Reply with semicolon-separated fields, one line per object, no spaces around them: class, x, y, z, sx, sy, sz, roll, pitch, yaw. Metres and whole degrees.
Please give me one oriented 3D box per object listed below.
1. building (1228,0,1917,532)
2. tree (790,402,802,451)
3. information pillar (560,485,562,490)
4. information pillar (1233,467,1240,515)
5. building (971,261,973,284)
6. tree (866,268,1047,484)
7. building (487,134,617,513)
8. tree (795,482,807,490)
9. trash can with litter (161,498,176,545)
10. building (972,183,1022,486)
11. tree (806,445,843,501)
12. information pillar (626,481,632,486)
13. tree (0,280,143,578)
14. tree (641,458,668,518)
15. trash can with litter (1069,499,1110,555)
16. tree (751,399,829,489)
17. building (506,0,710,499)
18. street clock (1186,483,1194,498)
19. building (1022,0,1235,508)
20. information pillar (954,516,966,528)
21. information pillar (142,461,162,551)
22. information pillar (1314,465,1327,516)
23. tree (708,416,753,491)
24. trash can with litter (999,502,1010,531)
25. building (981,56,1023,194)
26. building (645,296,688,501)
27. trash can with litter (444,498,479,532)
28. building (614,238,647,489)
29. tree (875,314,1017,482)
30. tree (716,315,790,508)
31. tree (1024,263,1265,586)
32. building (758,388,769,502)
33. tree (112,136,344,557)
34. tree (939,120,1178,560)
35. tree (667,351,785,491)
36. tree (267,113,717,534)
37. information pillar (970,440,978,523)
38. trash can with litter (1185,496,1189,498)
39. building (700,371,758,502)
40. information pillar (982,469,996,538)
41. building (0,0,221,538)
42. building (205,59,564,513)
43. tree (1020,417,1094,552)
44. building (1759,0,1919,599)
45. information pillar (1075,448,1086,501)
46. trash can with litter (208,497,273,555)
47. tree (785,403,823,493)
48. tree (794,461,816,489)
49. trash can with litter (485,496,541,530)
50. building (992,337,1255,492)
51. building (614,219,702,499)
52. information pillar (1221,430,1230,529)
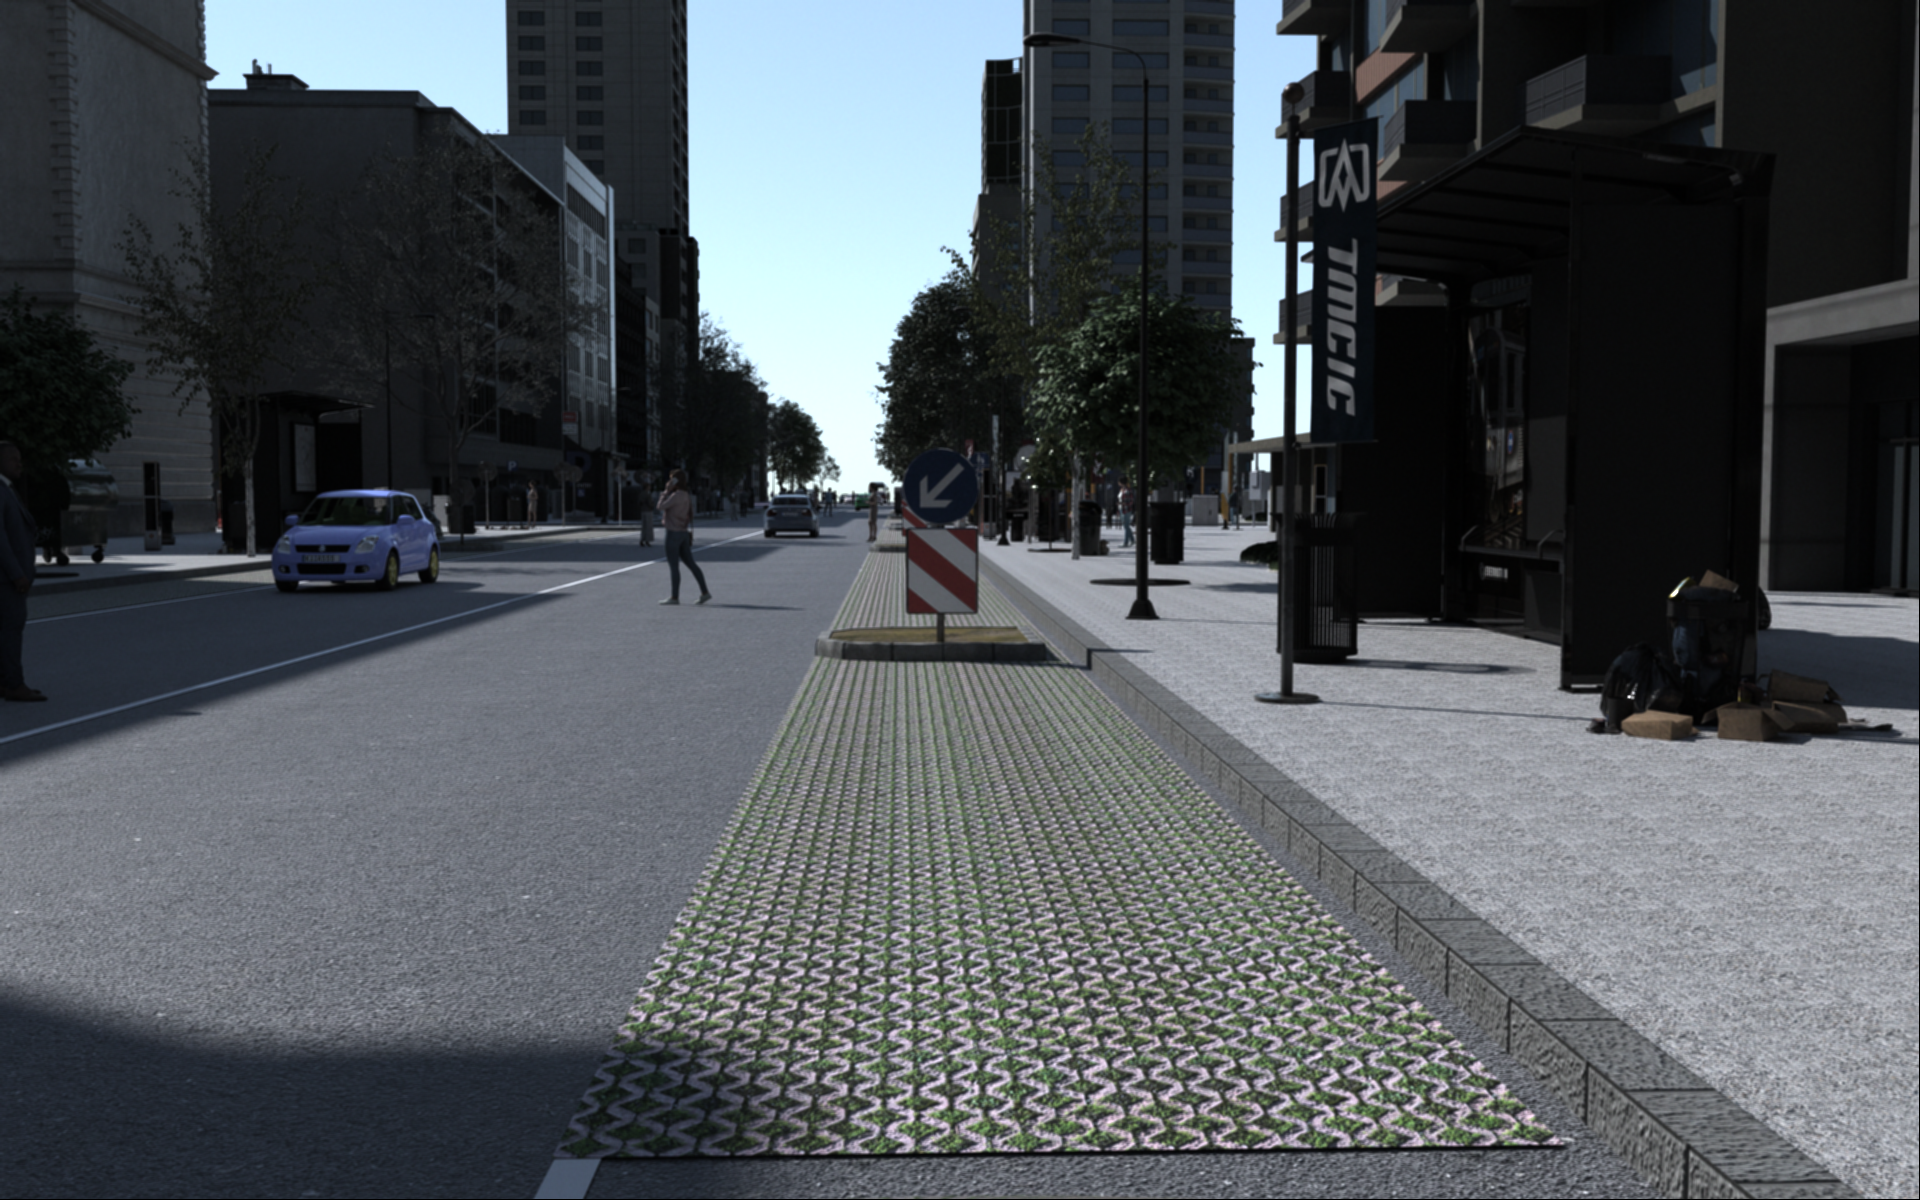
building;20.522;-23.877;45.020;22.147;44.769;28.867;0;4;-2
tree;-19.992;-15.507;163.910;12.009;13.543;11.850;0;3;0
information pillar;-22.180;-5.654;96.927;0.304;2.012;0.304;-3;4;-37
information pillar;16.660;-6.944;104.883;0.183;3.616;0.504;2;4;29
building;8.917;-37.932;303.784;14.154;41.232;14.086;0;4;-2
tree;-0.222;-10.477;88.302;9.611;12.733;9.660;0;3;0
building;-32.349;-18.714;123.995;12.078;24.808;19.932;0;4;-2
tree;-22.523;-15.291;244.602;1.663;3.219;1.824;0;3;0
trash can with litter;-20.120;-1.991;43.934;0.624;1.170;1.055;-3;4;-37
building;12.986;-39.213;264.839;21.300;48.544;21.600;0;4;-2
tree;-24.304;-22.636;304.515;8.767;10.594;7.601;-3;5;-43
information pillar;-18.055;-5.501;94.426;0.304;2.012;0.304;-1;4;-13
tree;-14.544;-2.636;26.809;4.285;4.588;4.351;0;3;0
tree;-16.717;-5.996;92.635;1.663;3.219;1.824;0;3;0
trash can with litter;2.736;-1.521;36.257;0.624;1.170;1.055;2;4;24
tree;-19.770;-16.189;190.438;9.928;11.665;9.643;0;3;0
building;-40.429;-46.801;203.449;20.563;71.187;20.611;0;4;-2
street clock;14.446;-6.375;108.808;0.358;2.002;0.471;-3;4;-38
building;16.809;-38.757;175.668;21.231;58.520;28.212;0;4;-2
information pillar;-0.003;-3.479;61.376;0.304;2.012;0.304;-3;4;-38
information pillar;-18.273;-2.121;39.175;0.304;2.012;0.304;-1;4;-12
information pillar;9.092;-2.396;43.673;0.304;2.012;0.304;1;4;12
tree;-19.136;-11.997;146.507;4.737;8.622;4.395;0;3;0
trash can with litter;1.290;-3.002;60.469;1.055;1.170;0.624;3;5;44
building;11.974;-51.801;285.192;20.563;71.187;20.611;0;4;-2
building;-41.647;-19.570;165.012;27.650;21.520;28.899;0;4;-2
trash can with litter;-16.655;-2.843;57.875;1.055;1.170;0.624;-2;4;-32
building;-33.234;-19.156;142.882;12.332;23.373;15.834;0;4;-2
tree;-0.875;-12.585;112.422;9.857;13.997;8.962;0;3;0
tree;-17.479;-12.478;114.382;12.009;13.543;11.850;0;3;0
tree;2.666;-2.510;24.749;4.285;4.588;4.351;0;3;0
building;-46.604;-26.988;286.285;27.650;21.520;28.899;0;4;-2
tree;-14.666;-5.174;34.954;4.360;8.622;3.978;0;3;0
tree;2.034;-5.100;33.746;4.737;8.622;4.395;0;3;0
tree;-19.029;-13.263;134.976;7.486;12.596;7.792;0;3;0
tree;-16.243;-8.875;55.476;12.009;13.543;11.850;0;3;0
information pillar;0.578;-5.167;75.840;0.504;3.616;0.183;2;4;30
trash can with litter;14.917;-6.391;115.873;0.624;1.170;1.055;-3;5;-44
building;-45.594;-25.224;257.458;27.650;21.520;28.899;0;4;-2
information pillar;0.853;-2.800;50.265;0.304;2.012;0.304;2;4;27
building;-34.075;-13.672;52.422;19.941;23.489;11.050;0;4;-2
building;-32.428;-17.107;98.758;14.314;24.678;30.058;0;4;-2
tree;1.926;-2.681;38.439;1.663;3.219;1.824;0;3;0
building;21.176;-35.063;11.539;20.563;71.187;20.611;0;4;-2
information pillar;3.646;-3.751;52.679;0.183;3.616;0.504;3;5;44
trash can with litter;-15.147;-1.622;37.570;2.233;1.210;1.678;-2;4;-27
tree;-20.483;-18.039;213.071;7.486;12.596;7.792;0;3;0
tree;-21.765;-17.711;239.930;4.737;8.622;4.395;0;3;0
trash can with litter;-16.440;-3.152;62.598;2.233;1.210;1.678;0;4;8
building;18.233;-22.042;205.432;27.650;21.520;28.899;0;4;-2
building;-35.792;-25.365;186.416;14.160;30.474;14.107;0;4;-2
information pillar;9.614;-4.369;62.788;0.183;3.616;0.504;2;4;30
